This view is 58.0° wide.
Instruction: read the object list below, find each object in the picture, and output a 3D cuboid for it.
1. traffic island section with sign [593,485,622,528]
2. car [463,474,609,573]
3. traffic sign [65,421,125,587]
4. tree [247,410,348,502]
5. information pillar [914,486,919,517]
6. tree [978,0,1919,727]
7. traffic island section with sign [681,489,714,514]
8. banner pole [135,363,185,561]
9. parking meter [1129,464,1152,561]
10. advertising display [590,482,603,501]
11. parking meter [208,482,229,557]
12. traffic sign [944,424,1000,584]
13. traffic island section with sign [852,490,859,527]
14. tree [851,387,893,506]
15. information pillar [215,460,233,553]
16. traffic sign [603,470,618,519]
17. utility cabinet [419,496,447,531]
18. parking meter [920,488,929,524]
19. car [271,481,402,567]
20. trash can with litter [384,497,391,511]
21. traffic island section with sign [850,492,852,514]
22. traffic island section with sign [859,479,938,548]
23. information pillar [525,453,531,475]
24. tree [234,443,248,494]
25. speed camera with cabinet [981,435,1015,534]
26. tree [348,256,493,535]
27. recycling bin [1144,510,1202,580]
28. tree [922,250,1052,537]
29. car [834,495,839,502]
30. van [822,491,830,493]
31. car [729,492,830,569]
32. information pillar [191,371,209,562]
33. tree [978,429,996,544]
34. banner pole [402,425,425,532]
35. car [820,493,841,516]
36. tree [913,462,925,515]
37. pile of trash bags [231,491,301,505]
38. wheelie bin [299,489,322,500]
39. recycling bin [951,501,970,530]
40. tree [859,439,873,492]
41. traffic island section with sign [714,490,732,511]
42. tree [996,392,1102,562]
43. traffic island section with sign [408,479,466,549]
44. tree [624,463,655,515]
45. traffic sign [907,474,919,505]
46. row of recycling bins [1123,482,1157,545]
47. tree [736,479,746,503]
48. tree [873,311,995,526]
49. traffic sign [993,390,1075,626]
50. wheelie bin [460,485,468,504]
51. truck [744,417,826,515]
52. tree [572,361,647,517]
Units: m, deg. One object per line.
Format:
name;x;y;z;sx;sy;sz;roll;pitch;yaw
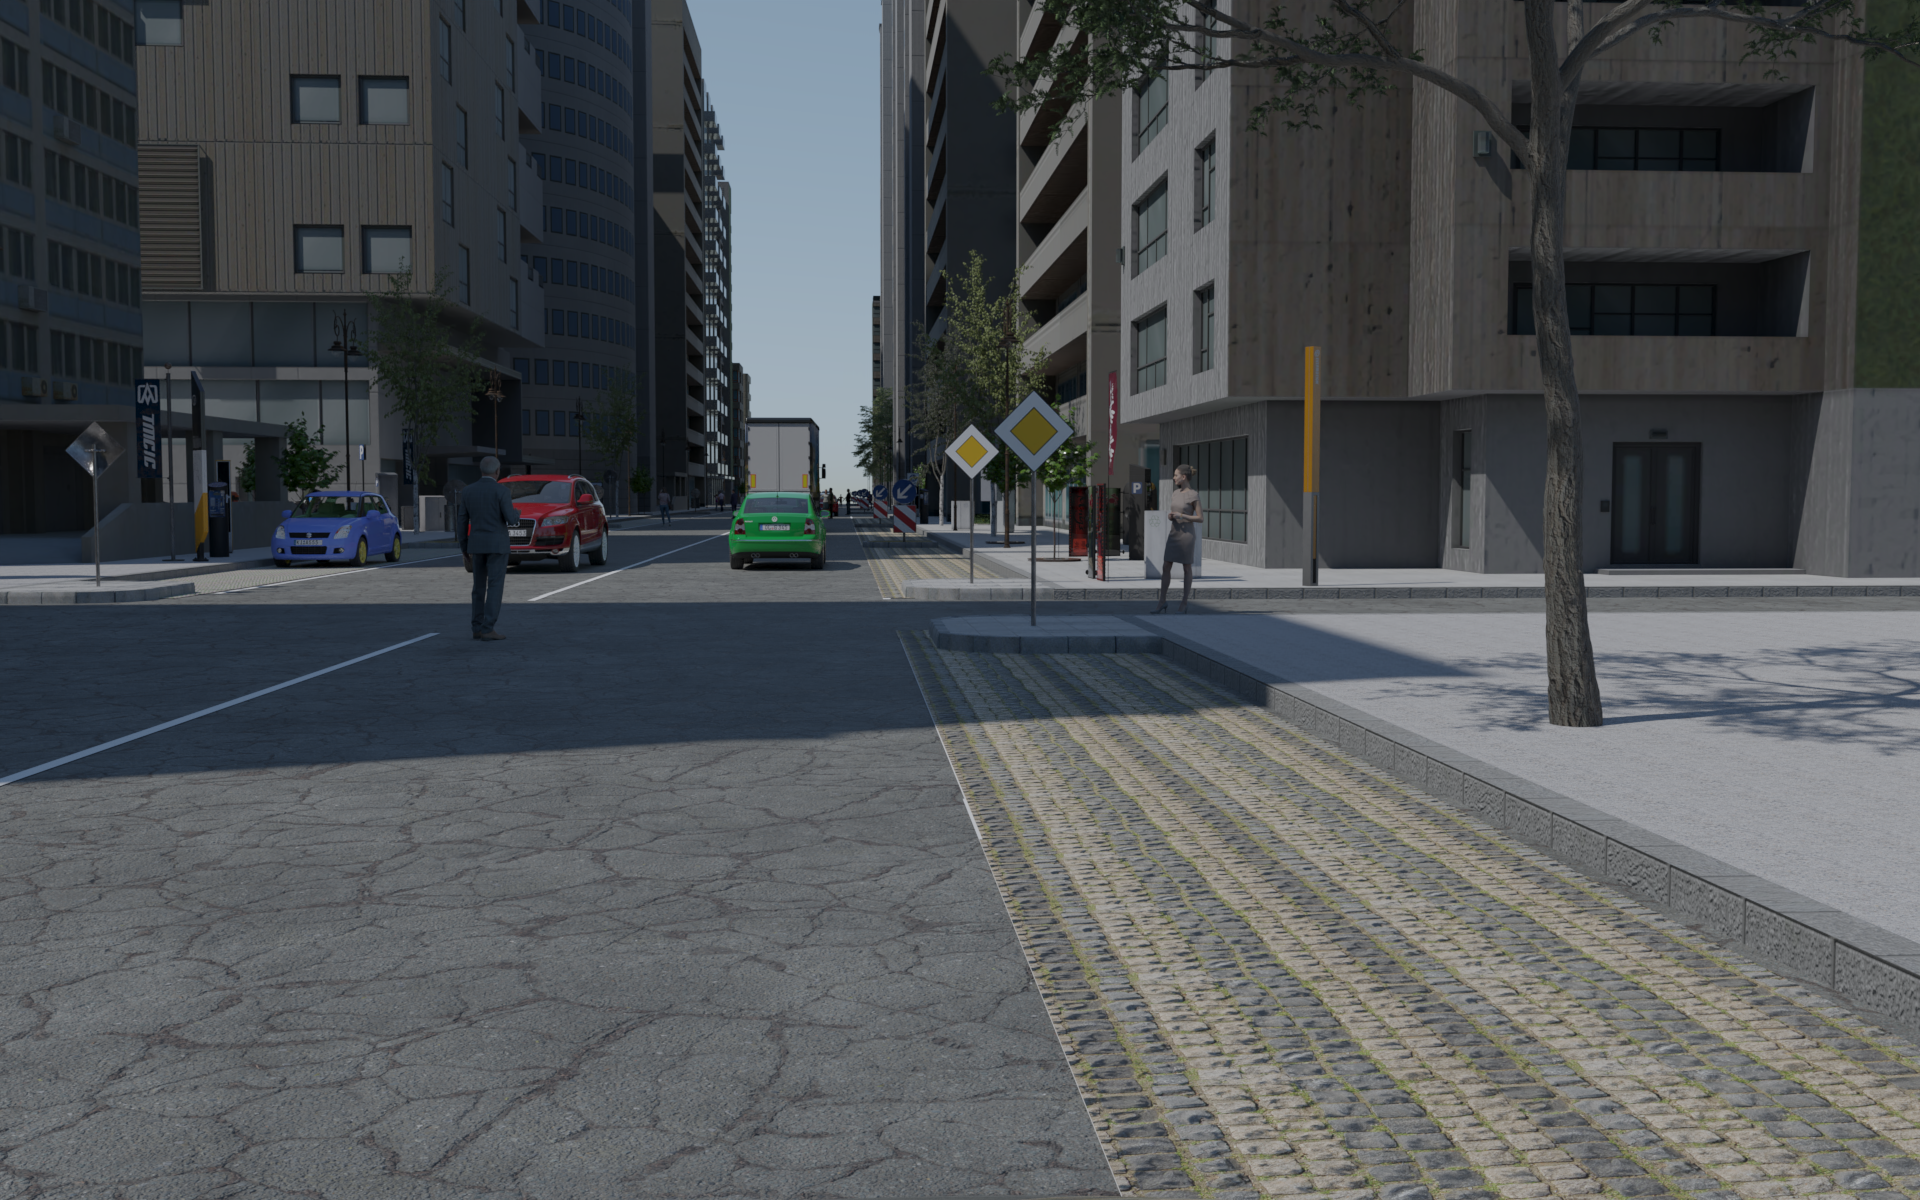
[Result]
traffic island section with sign;-15.353;-3.944;73.105;1.989;1.847;2.006;0;4;-4
car;-8.094;-1.510;33.358;2.281;1.827;5.304;0;4;-2
traffic sign;-11.951;-1.243;23.966;0.795;2.450;0.064;0;4;-4
tree;-15.112;-2.764;39.794;1.663;3.219;1.824;0;3;0
information pillar;-2.448;-5.666;97.125;0.304;2.012;0.304;-1;4;-12
tree;3.149;-4.594;9.533;7.601;10.594;8.767;2;4;31
traffic island section with sign;-18.788;-7.013;123.289;1.989;1.847;2.006;0;4;-4
banner pole;-15.301;-2.632;33.053;0.863;3.779;0.401;0;4;-3
parking meter;3.486;-1.697;33.464;0.399;1.863;0.255;2;4;34
advertising display;-19.438;-5.313;92.073;0.974;1.923;0.123;-3;5;-42
parking meter;-15.065;-1.638;35.188;0.372;1.533;0.369;0;3;0
traffic sign;0.166;-1.292;24.773;0.795;2.450;0.064;0;4;-4
traffic island section with sign;-3.550;-4.028;74.490;1.989;1.847;2.006;0;4;-4
tree;-7.720;-16.245;183.728;7.486;12.596;7.792;0;3;0
information pillar;-15.904;-2.015;37.438;0.304;2.012;0.304;-1;4;-23
traffic sign;-18.183;-5.502;90.057;0.768;2.556;0.104;0;4;5
utility cabinet;-18.320;-3.004;60.277;0.306;1.237;1.020;2;4;29
parking meter;-1.542;-4.037;74.416;0.372;1.533;0.369;0;3;0
car;-12.562;-1.552;34.959;1.945;1.707;3.694;0;4;-2
trash can with litter;-30.711;-5.001;93.151;1.055;1.170;0.624;0;4;8
traffic island section with sign;-6.974;-7.082;124.410;1.989;1.847;2.006;0;4;-4
traffic island section with sign;-1.633;-2.329;46.702;1.989;1.847;2.006;0;4;-4
information pillar;-24.460;-6.534;98.190;0.183;3.616;0.504;1;4;16
tree;-22.905;-3.767;56.198;1.663;3.219;1.824;0;3;0
speed camera with cabinet;1.244;-3.832;56.983;0.660;3.252;2.038;1;4;18
tree;-16.987;-6.379;54.654;4.737;8.622;4.395;0;3;0
recycling bin;3.246;-0.845;26.363;0.722;1.027;0.722;2;4;24
tree;0.974;-6.210;51.904;4.737;8.622;4.395;0;3;0
car;-11.433;-8.460;150.321;2.014;1.417;4.499;0;4;-4
van;-17.714;-13.632;229.894;2.013;2.044;4.112;0;4;-4
car;-3.562;-1.561;34.324;1.959;1.807;4.718;0;4;-3
information pillar;-14.413;-2.537;32.830;0.183;3.616;0.504;-3;5;-42
tree;1.296;-3.065;44.716;1.663;3.219;1.824;0;3;0
banner pole;-18.373;-4.164;58.096;0.863;3.779;0.401;2;4;24
car;-8.833;-6.334;112.607;2.155;1.783;4.494;0;4;-6
tree;-2.326;-6.690;103.988;1.663;3.219;1.824;0;3;0
pile of trash bags;-23.604;-3.041;59.473;3.447;1.369;1.912;-3;5;-42
wheelie bin;-23.304;-3.324;62.259;0.693;1.594;0.980;-3;5;-41
recycling bin;0.103;-3.078;62.886;0.722;1.027;0.722;1;4;11
tree;-9.101;-14.703;190.754;4.360;8.622;3.978;0;3;0
traffic island section with sign;-20.642;-8.658;150.180;1.989;1.847;2.006;0;4;-4
tree;1.932;-2.348;32.989;1.663;3.219;1.824;0;3;0
traffic island section with sign;-13.510;-2.299;46.213;1.989;1.847;2.006;0;4;-4
tree;-19.881;-6.948;108.208;1.663;3.219;1.824;0;3;0
traffic sign;-2.283;-5.039;84.514;0.606;2.300;0.079;0;4;5
row of recycling bins;5.872;-2.240;43.730;3.534;1.692;1.069;0;4;-1
tree;-28.105;-14.121;225.479;1.663;3.219;1.824;0;3;0
tree;-0.680;-7.325;70.133;4.360;8.622;3.978;0;3;0
traffic sign;0.712;-0.805;16.807;0.795;2.450;0.064;0;4;-4
wheelie bin;-16.933;-3.195;60.149;0.980;1.594;0.693;2;4;28
truck;-6.890;-4.894;68.933;2.839;4.237;11.283;0;4;-3
tree;-19.202;-8.927;96.325;4.737;8.622;4.395;0;3;0
